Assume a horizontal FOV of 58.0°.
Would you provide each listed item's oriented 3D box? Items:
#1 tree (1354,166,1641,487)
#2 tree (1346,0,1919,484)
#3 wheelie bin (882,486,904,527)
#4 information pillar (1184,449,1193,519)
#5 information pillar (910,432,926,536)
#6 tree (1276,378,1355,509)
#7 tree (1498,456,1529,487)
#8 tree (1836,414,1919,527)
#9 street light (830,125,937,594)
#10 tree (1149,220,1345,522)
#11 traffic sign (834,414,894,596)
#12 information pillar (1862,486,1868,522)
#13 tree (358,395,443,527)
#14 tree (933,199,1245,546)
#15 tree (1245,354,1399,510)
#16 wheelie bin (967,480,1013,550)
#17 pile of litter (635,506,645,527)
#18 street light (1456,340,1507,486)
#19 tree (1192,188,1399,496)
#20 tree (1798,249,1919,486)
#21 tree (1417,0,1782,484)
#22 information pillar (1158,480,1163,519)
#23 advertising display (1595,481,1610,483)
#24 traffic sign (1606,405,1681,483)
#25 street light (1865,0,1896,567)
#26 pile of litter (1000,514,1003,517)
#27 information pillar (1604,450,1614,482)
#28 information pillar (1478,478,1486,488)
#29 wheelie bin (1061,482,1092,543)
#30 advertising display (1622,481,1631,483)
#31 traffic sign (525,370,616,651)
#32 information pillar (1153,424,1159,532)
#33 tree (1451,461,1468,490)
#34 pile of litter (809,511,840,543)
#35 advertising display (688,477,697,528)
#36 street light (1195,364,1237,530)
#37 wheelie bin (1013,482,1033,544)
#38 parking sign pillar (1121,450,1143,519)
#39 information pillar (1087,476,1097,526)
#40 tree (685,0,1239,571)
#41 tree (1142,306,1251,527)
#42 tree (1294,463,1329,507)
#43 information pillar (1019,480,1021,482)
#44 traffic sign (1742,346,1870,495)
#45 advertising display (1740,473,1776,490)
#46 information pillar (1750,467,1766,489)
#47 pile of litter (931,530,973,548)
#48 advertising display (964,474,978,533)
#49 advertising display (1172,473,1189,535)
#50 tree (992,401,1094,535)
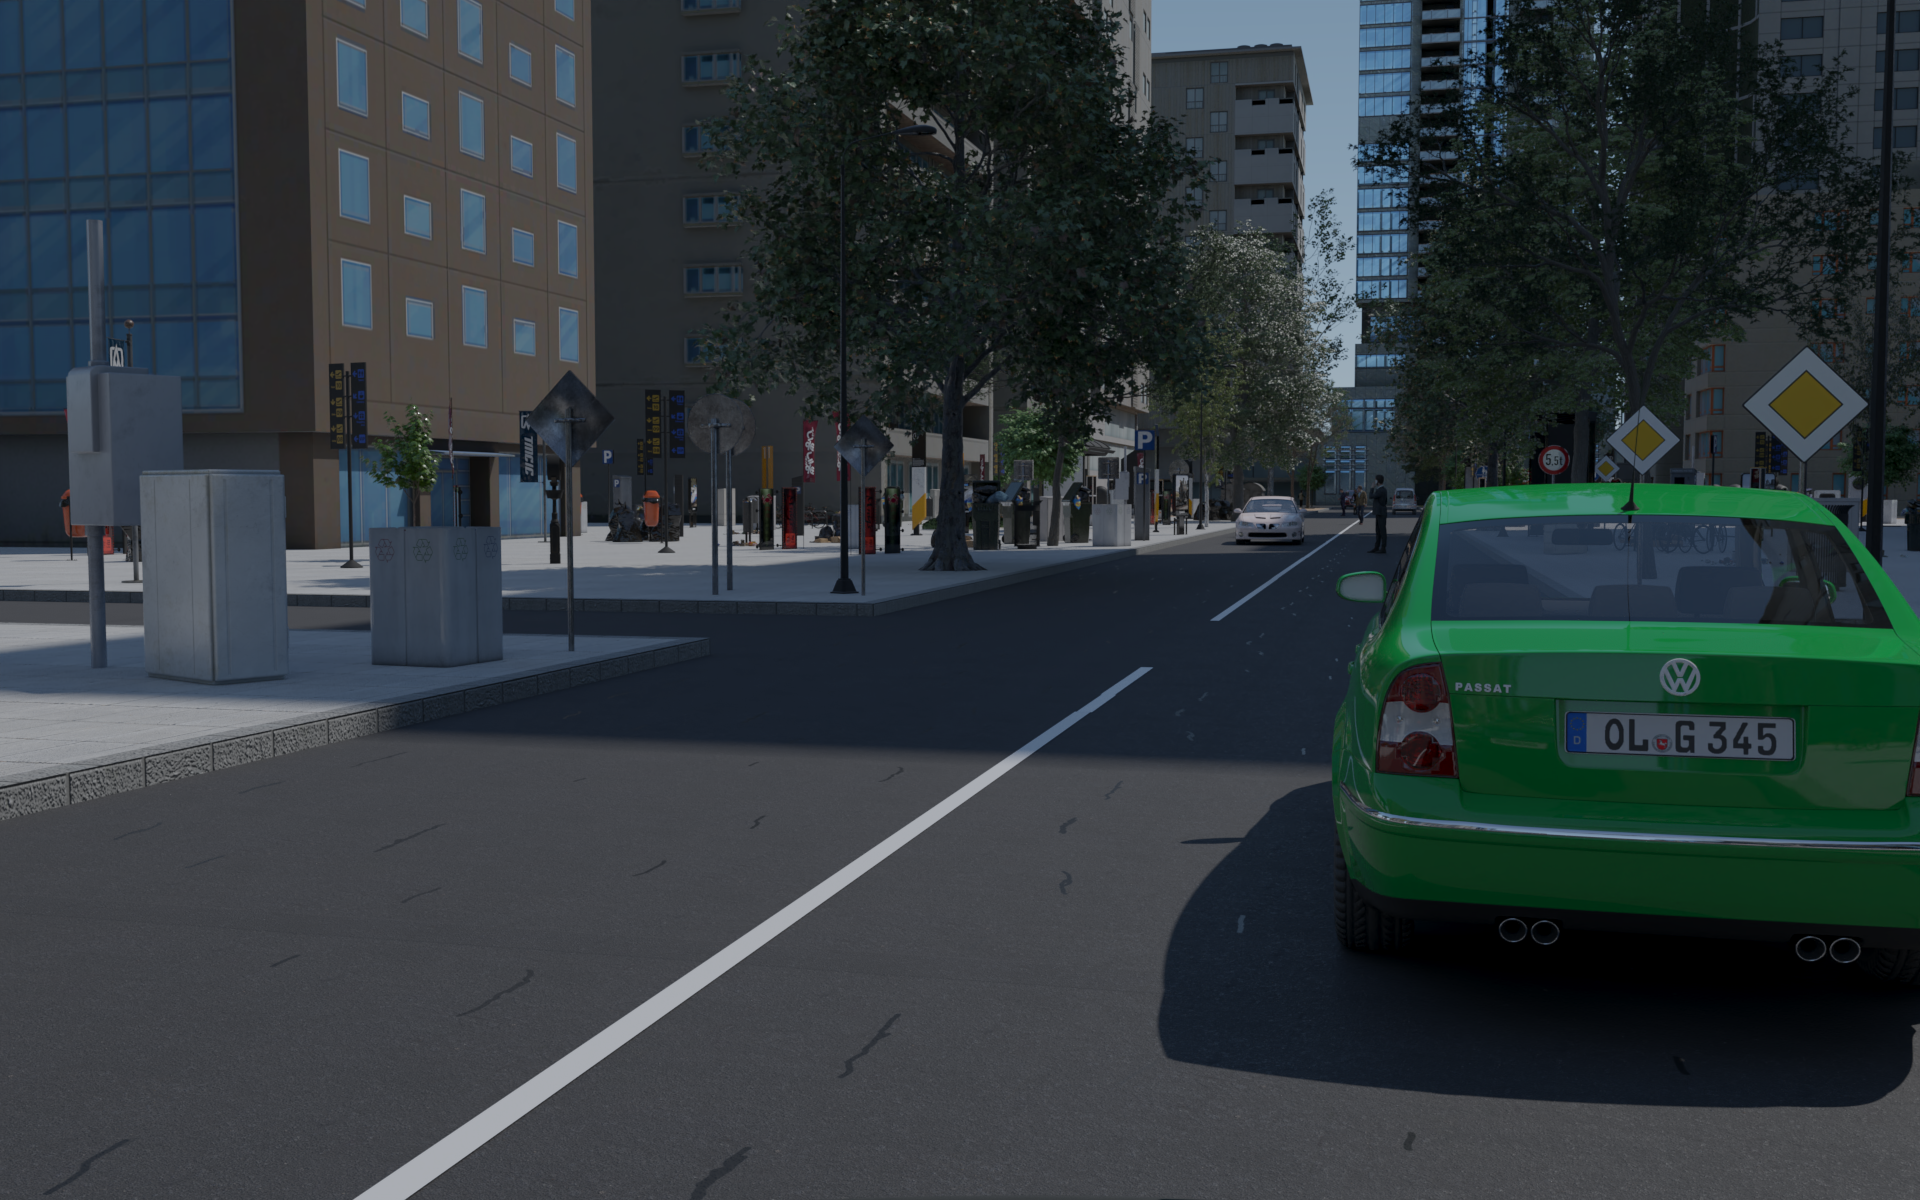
[{"bbox_3d":[18.586,-8.742,59.938,9.611,12.733,9.660,0,3,0],"label":"tree"},{"bbox_3d":[10.426,-5.618,26.270,8.767,10.594,7.601,0,4,0],"label":"tree"},{"bbox_3d":[-2.581,-3.648,67.546,0.980,1.594,0.693,-3,5,-44],"label":"wheelie bin"},{"bbox_3d":[11.694,-5.955,88.723,0.504,3.616,0.183,-2,4,-26],"label":"information pillar"},{"bbox_3d":[-1.277,-3.798,53.457,0.504,3.616,0.183,2,4,32],"label":"information pillar"},{"bbox_3d":[30.622,-13.791,151.238,9.928,11.665,9.643,0,3,0],"label":"tree"},{"bbox_3d":[21.622,-4.489,67.990,1.663,3.219,1.824,0,3,0],"label":"tree"},{"bbox_3d":[36.579,-5.188,68.534,4.285,4.588,4.351,0,3,0],"label":"tree"},{"bbox_3d":[-0.971,-3.029,22.071,1.470,5.913,1.316,1,4,14],"label":"street light"},{"bbox_3d":[13.103,-10.637,80.569,9.857,13.997,8.962,0,3,0],"label":"tree"},{"bbox_3d":[-1.218,-1.112,21.827,0.795,2.450,0.064,1,4,14],"label":"traffic sign"},{"bbox_3d":[41.576,-5.384,79.376,0.183,3.616,0.504,-3,5,-43],"label":"information pillar"},{"bbox_3d":[-10.624,-2.403,33.894,1.663,3.219,1.824,0,3,0],"label":"tree"},{"bbox_3d":[2.522,-6.590,42.164,7.601,10.594,8.767,3,5,44],"label":"tree"},{"bbox_3d":[26.738,-14.014,139.493,12.009,13.543,11.850,0,3,0],"label":"tree"},{"bbox_3d":[0.632,-1.948,39.752,0.980,1.594,0.693,0,4,6],"label":"wheelie bin"},{"bbox_3d":[-11.419,-3.032,63.541,1.176,0.858,1.719,1,4,18],"label":"pile of litter"},{"bbox_3d":[15.758,-4.853,51.892,1.470,5.913,1.316,1,4,14],"label":"street light"},{"bbox_3d":[20.353,-15.425,108.085,12.611,20.169,13.585,0,3,0],"label":"tree"},{"bbox_3d":[27.844,-6.288,53.169,4.360,8.622,3.978,0,3,0],"label":"tree"},{"bbox_3d":[14.269,-7.353,38.342,7.486,12.596,7.792,0,3,0],"label":"tree"},{"bbox_3d":[10.234,-5.162,88.883,0.304,2.012,0.304,-1,4,-11],"label":"information pillar"},{"bbox_3d":[31.812,-4.950,86.139,0.974,1.923,0.123,0,4,1],"label":"advertising display"},{"bbox_3d":[7.693,-0.974,19.567,0.795,2.450,0.064,1,4,14],"label":"traffic sign"},{"bbox_3d":[5.691,-2.400,11.788,1.470,5.913,1.316,1,4,14],"label":"street light"},{"bbox_3d":[2.153,-4.325,84.685,1.719,0.858,1.176,-1,4,-14],"label":"pile of litter"},{"bbox_3d":[32.362,-5.812,86.381,0.504,3.616,0.183,2,4,35],"label":"information pillar"},{"bbox_3d":[23.411,-4.479,77.727,0.304,2.012,0.304,1,4,11],"label":"information pillar"},{"bbox_3d":[3.080,-2.303,45.563,0.693,1.594,0.980,-1,4,-17],"label":"wheelie bin"},{"bbox_3d":[33.857,-5.082,88.297,0.974,1.923,0.123,0,4,1],"label":"advertising display"},{"bbox_3d":[-3.171,-0.639,14.084,0.795,2.450,0.064,1,4,14],"label":"traffic sign"},{"bbox_3d":[6.579,-4.071,57.921,0.183,3.616,0.504,0,4,-1],"label":"information pillar"},{"bbox_3d":[25.693,-5.730,88.281,1.663,3.219,1.824,0,3,0],"label":"tree"},{"bbox_3d":[-3.100,-1.945,45.772,1.719,0.858,1.176,0,4,3],"label":"pile of litter"},{"bbox_3d":[-10.201,-3.724,66.102,0.123,1.923,0.974,0,4,5],"label":"advertising display"},{"bbox_3d":[9.212,-5.487,62.247,1.470,5.913,1.316,1,4,14],"label":"street light"},{"bbox_3d":[1.464,-2.246,44.638,0.693,1.594,0.980,-2,4,-28],"label":"wheelie bin"},{"bbox_3d":[9.069,-6.242,90.534,1.447,3.967,1.447,1,4,13],"label":"parking sign pillar"},{"bbox_3d":[5.253,-3.958,69.199,0.304,2.012,0.304,2,4,34],"label":"information pillar"},{"bbox_3d":[-0.031,-6.834,28.743,9.611,12.733,9.660,0,3,0],"label":"tree"},{"bbox_3d":[9.366,-7.125,66.852,4.737,8.622,4.395,0,3,0],"label":"tree"},{"bbox_3d":[33.765,-11.177,166.454,4.285,4.588,4.351,0,3,0],"label":"tree"},{"bbox_3d":[2.831,-5.508,81.412,0.183,3.616,0.504,-1,4,-13],"label":"information pillar"},{"bbox_3d":[5.740,-0.500,11.824,0.795,2.450,0.064,1,4,14],"label":"traffic sign"},{"bbox_3d":[24.042,-2.875,52.217,0.974,1.923,0.123,1,4,11],"label":"advertising display"},{"bbox_3d":[21.851,-2.630,47.489,0.304,2.012,0.304,-3,5,-41],"label":"information pillar"},{"bbox_3d":[-0.087,-1.701,41.775,1.176,0.858,1.719,2,4,34],"label":"pile of litter"},{"bbox_3d":[0.108,-3.131,56.399,0.974,1.923,0.123,-1,4,-9],"label":"advertising display"},{"bbox_3d":[6.925,-3.006,54.359,0.123,1.923,0.974,2,4,33],"label":"advertising display"},{"bbox_3d":[2.676,-4.391,55.503,4.285,4.588,4.351,0,3,0],"label":"tree"}]
